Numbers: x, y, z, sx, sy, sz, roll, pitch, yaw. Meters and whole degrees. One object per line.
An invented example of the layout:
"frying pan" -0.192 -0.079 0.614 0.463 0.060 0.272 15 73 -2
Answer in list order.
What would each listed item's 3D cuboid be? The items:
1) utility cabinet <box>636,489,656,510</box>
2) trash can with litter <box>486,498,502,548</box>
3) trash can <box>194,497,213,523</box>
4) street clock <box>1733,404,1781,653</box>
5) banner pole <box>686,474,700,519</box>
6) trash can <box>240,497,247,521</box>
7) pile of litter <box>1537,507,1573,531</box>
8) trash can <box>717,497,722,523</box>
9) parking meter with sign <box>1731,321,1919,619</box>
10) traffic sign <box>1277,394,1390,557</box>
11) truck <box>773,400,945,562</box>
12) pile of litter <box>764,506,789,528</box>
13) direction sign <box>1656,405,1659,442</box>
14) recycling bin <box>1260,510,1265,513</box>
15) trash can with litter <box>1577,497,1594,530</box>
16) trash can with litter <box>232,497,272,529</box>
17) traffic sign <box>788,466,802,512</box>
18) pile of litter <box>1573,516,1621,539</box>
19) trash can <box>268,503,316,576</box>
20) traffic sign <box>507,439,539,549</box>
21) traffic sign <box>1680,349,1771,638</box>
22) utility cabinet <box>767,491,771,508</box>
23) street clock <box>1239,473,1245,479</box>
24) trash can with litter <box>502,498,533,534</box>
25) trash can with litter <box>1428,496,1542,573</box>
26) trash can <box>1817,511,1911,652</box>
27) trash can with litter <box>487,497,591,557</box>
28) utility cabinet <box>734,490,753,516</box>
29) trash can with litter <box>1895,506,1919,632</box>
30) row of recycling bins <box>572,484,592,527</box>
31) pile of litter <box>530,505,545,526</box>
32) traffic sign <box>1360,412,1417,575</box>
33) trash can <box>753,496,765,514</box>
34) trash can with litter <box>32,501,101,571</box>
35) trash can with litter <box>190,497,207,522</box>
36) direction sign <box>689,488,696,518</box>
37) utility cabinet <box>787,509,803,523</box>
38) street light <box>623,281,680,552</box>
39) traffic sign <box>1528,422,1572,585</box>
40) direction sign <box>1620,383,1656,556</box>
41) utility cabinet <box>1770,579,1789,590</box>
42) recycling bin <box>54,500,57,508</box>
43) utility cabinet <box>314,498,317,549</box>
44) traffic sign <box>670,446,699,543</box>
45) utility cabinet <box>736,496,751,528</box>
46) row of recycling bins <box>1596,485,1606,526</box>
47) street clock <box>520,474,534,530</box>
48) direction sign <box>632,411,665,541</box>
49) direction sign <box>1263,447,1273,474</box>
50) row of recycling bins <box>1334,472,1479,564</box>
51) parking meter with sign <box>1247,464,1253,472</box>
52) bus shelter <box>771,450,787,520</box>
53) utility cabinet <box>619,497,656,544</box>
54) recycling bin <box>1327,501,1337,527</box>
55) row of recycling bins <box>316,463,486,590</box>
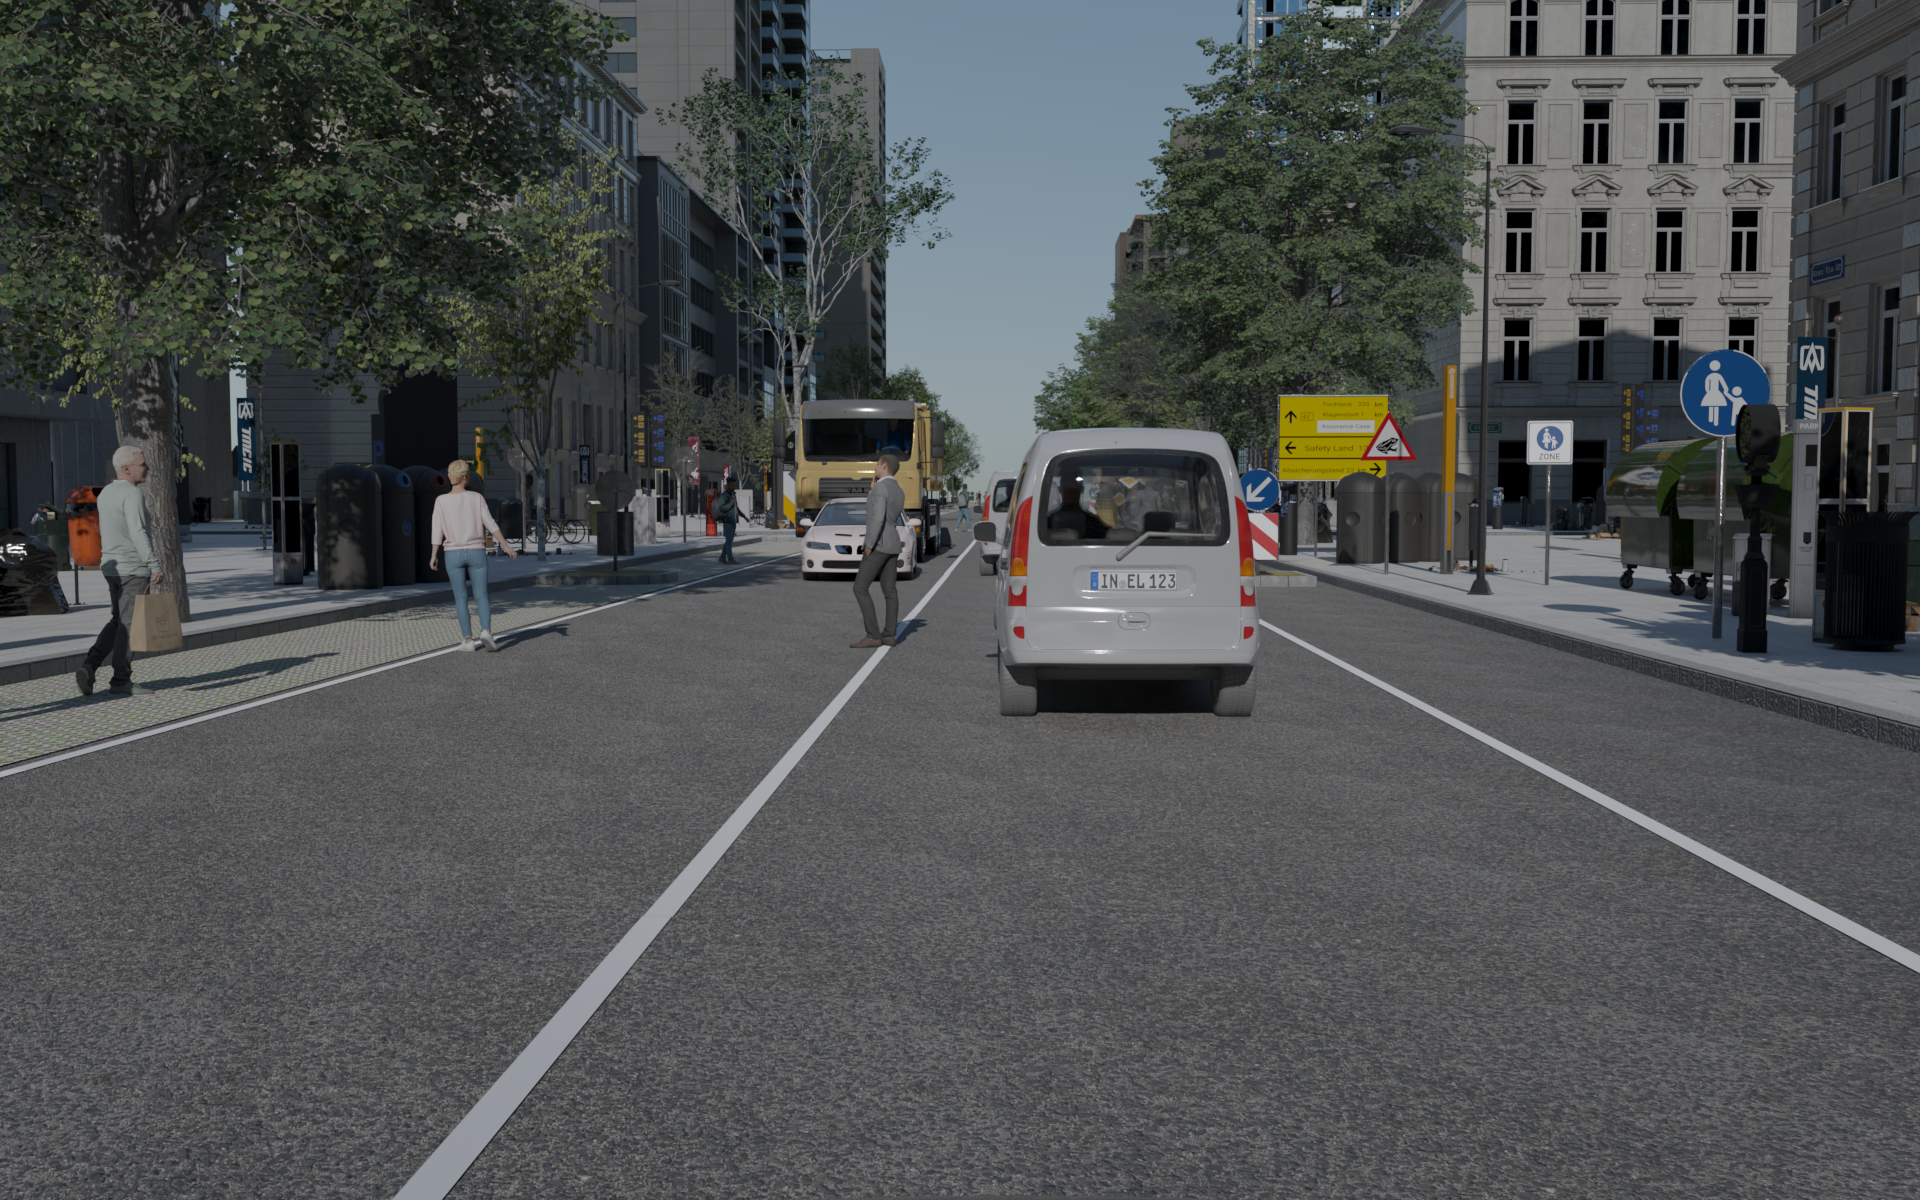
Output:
"utility cabinet" -14.764 -4.493 82.132 1.173 1.500 0.318 -1 4 -10
"trash can with litter" -11.501 -1.812 41.016 0.624 1.170 1.055 2 4 24
"trash can" -33.721 -4.010 77.223 0.748 1.137 0.748 0 3 0
"street clock" 6.429 -0.577 14.003 0.358 2.002 0.471 1 4 10
"banner pole" -13.489 -5.985 87.865 0.863 3.779 0.401 0 4 -6
"trash can" -33.421 -4.264 81.376 0.748 1.137 0.748 0 3 0
"pile of litter" 21.116 -2.856 60.657 1.176 0.858 1.719 -3 5 -44
"trash can" -10.405 -3.946 76.166 0.748 1.137 0.748 0 3 0
"parking meter with sign" 8.933 -1.319 17.828 1.738 3.016 0.543 2 4 27
"traffic sign" 7.605 -2.537 35.347 2.265 3.308 0.079 0 4 4
"truck" -1.890 -2.604 38.503 3.469 3.379 9.791 0 4 2
"pile of litter" -6.864 -3.139 65.285 1.176 0.858 1.719 1 4 9
"direction sign" 17.394 -3.199 44.307 0.876 3.537 0.379 0 4 4
"recycling bin" 14.270 -4.145 80.325 0.722 1.027 0.722 2 4 26
"trash can with litter" 22.457 -3.118 62.366 0.624 1.170 1.055 1 4 10
"trash can with litter" -25.713 -3.244 64.097 2.233 1.210 1.678 -1 4 -11
"traffic sign" -4.839 -3.001 52.714 0.795 2.450 0.064 0 4 2
"pile of litter" 18.780 -2.188 49.744 1.176 0.858 1.719 -2 4 -33
"trash can" -10.458 -0.951 27.194 0.748 1.137 0.748 0 3 0
"traffic sign" -10.158 -2.457 40.284 0.768 2.556 0.104 0 4 6
"traffic sign" 6.738 -0.932 15.340 0.768 2.556 0.104 0 4 6
"utility cabinet" -14.400 -7.594 132.846 0.318 1.500 1.173 2 4 25
"street clock" 9.844 -3.388 59.972 0.358 2.002 0.471 -2 4 -35
"trash can with litter" -13.629 -2.550 53.079 1.055 1.170 0.624 1 4 12
"trash can with litter" 8.697 -1.115 29.287 1.678 1.210 2.233 0 4 -6
"trash can" 7.470 -0.161 14.284 0.748 1.137 0.748 0 3 0
"trash can with litter" -8.996 -1.542 36.271 2.233 1.210 1.678 -3 4 -37
"utility cabinet" -11.172 -4.869 88.288 1.173 1.500 0.318 -1 4 -14
"trash can with litter" 9.097 -0.307 16.400 0.624 1.170 1.055 3 5 42
"row of recycling bins" -15.122 -3.828 69.702 1.069 1.692 3.534 -1 4 -13
"pile of litter" -17.595 -3.473 70.753 1.176 0.858 1.719 2 4 30
"traffic sign" 6.797 -1.684 27.539 0.884 2.594 0.081 0 4 3
"trash can" -12.683 -5.964 109.159 0.748 1.137 0.748 0 3 0
"trash can with litter" -14.894 -1.076 28.977 1.055 1.170 0.624 -3 4 -38
"trash can with litter" -34.634 -4.100 78.430 1.055 1.170 0.624 2 4 28
"direction sign" -14.619 -6.268 94.471 0.876 3.537 0.379 2 4 29
"utility cabinet" -7.192 -4.046 77.314 1.020 1.237 0.306 -1 4 -13
"street light" -6.782 -3.995 37.858 1.470 5.913 1.316 0 4 2
"traffic sign" 8.255 -1.356 24.304 0.606 2.300 0.079 1 4 11
"direction sign" 13.827 -2.671 35.661 0.876 3.537 0.379 -3 5 -40
"utility cabinet" 11.101 -0.763 23.645 0.306 1.237 1.020 -2 4 -23
"recycling bin" -61.120 -6.336 116.151 0.722 1.027 0.722 -1 4 -11
"utility cabinet" -14.561 -1.794 40.486 0.306 1.237 1.020 2 4 32
"traffic sign" -7.290 -2.795 45.800 0.768 2.556 0.104 1 4 9
"utility cabinet" -8.507 -3.351 65.945 1.020 1.237 0.306 0 4 1
"row of recycling bins" 26.245 -3.716 67.868 1.069 1.692 3.534 -1 4 -19
"street clock" -15.435 -3.498 61.758 0.358 2.002 0.471 2 4 30
"direction sign" -8.494 -3.384 47.326 0.876 3.537 0.379 0 4 3
"direction sign" 14.982 -5.647 84.320 0.379 3.537 0.876 3 5 40
"row of recycling bins" 8.561 -1.572 32.809 3.534 1.692 1.069 -2 4 -35
"parking meter with sign" 17.265 -6.272 98.804 1.738 3.016 0.543 3 4 36
"bus shelter" -8.351 -5.929 88.215 1.731 3.624 6.357 0 4 2
"utility cabinet" -8.303 -2.043 44.561 1.020 1.237 0.306 2 4 30
"recycling bin" 14.752 -3.351 67.346 0.722 1.027 0.722 -2 4 -26
"row of recycling bins" -7.967 -1.079 24.748 1.069 1.692 3.534 1 4 15
